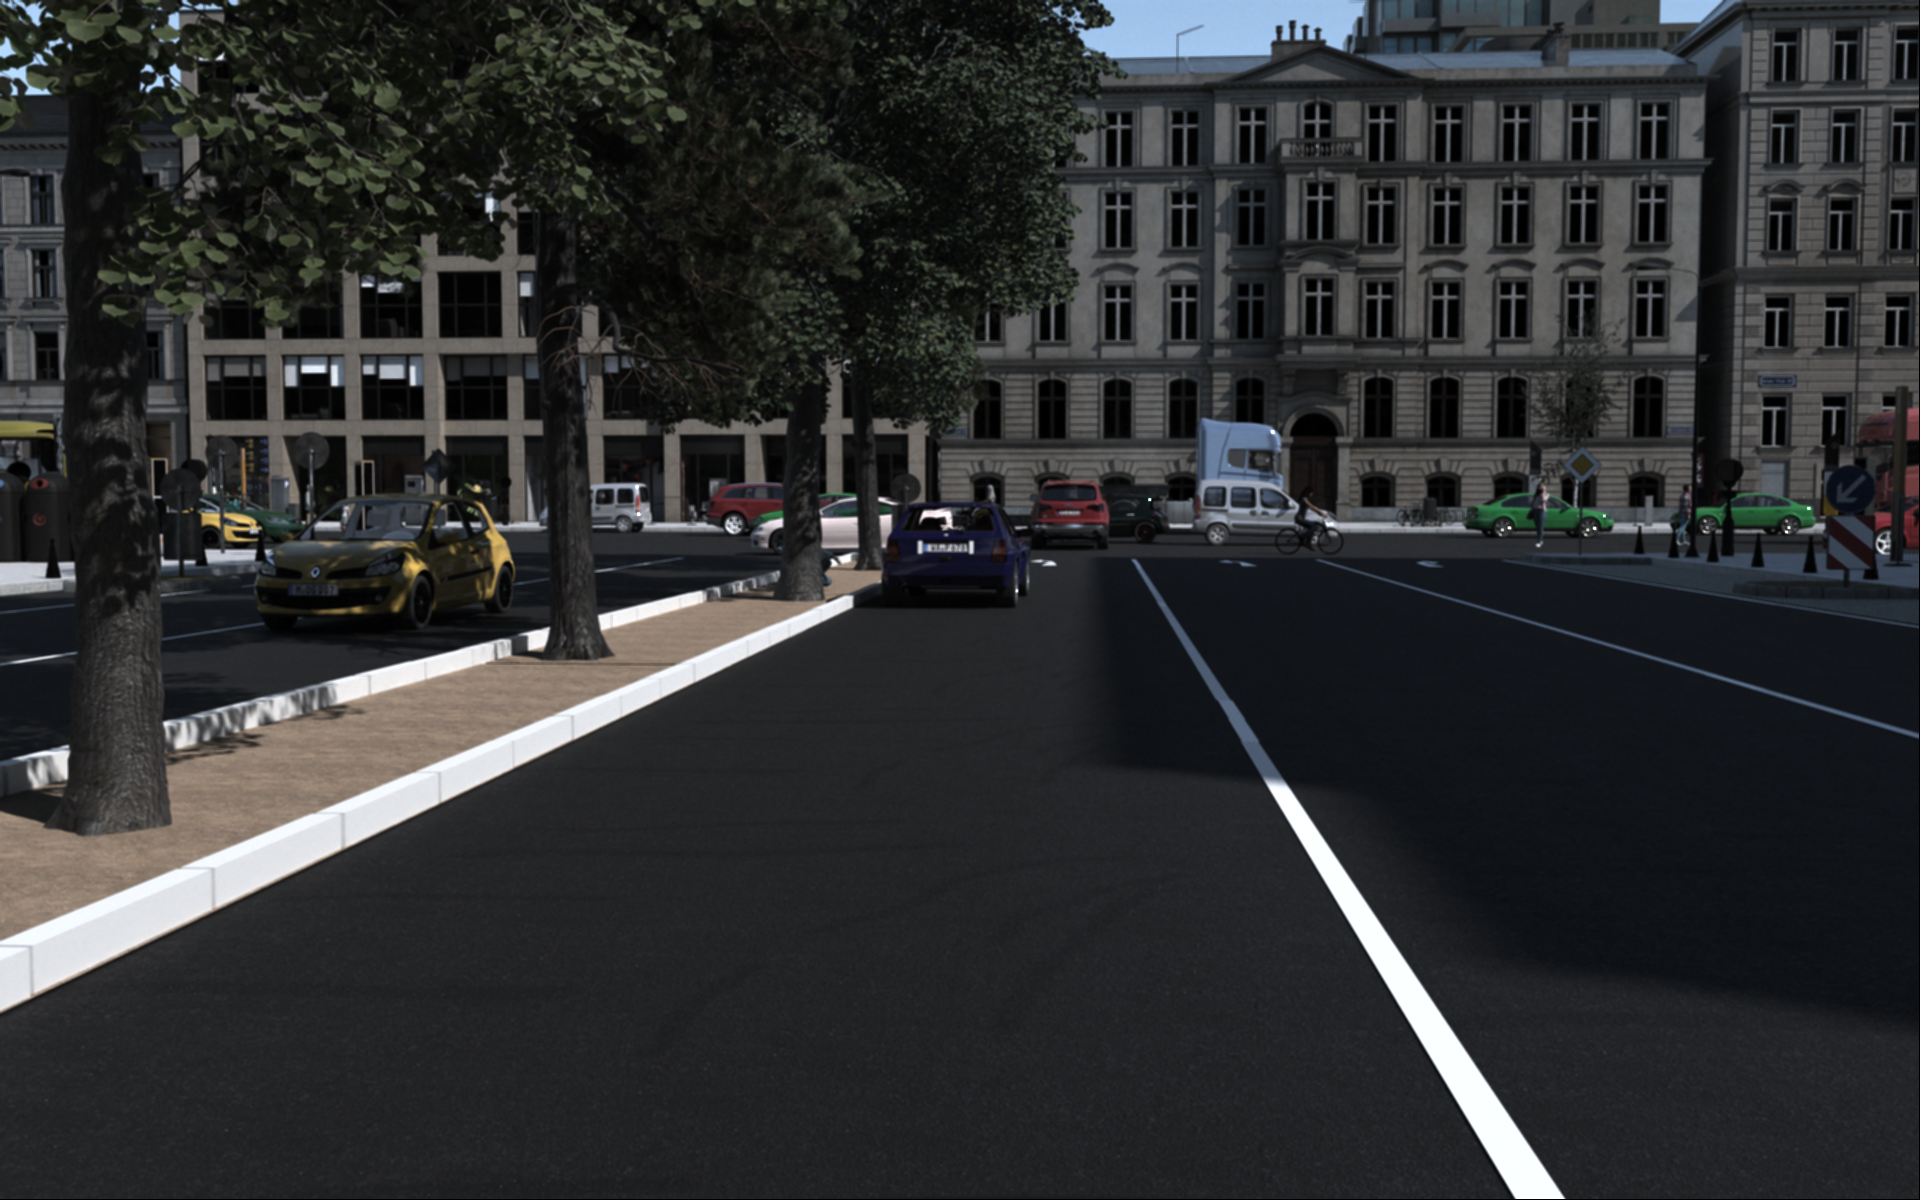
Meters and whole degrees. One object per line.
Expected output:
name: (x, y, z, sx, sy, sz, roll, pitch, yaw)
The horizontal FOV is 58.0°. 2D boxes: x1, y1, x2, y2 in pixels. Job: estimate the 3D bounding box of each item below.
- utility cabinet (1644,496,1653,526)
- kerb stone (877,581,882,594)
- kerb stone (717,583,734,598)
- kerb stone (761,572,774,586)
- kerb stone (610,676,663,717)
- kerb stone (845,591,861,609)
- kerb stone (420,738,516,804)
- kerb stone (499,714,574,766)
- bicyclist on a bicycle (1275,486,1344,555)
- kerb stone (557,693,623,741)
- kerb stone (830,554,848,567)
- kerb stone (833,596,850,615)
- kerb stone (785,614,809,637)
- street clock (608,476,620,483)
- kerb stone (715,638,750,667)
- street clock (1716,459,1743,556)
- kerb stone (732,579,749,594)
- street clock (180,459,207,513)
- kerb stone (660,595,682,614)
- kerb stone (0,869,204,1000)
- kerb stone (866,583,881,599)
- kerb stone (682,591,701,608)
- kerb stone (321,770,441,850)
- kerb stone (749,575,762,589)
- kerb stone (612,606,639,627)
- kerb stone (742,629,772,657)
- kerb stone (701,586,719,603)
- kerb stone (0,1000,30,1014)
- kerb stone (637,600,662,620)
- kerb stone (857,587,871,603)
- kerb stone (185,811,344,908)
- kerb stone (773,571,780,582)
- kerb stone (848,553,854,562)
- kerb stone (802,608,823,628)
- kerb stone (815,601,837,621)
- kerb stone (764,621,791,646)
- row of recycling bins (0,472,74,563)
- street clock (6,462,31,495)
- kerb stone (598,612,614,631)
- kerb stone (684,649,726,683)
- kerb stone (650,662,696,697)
utility cabinet: (27.459, -3.542, 69.070, 0.306, 1.237, 1.020, 1, 4, 20)
kerb stone: (-1.170, -0.163, 24.894, 0.120, 0.150, 1.000, 0, 4, 4)
kerb stone: (-3.342, -0.115, 24.072, 0.120, 0.150, 1.000, 0, 4, 4)
kerb stone: (-3.103, -0.301, 27.140, 0.120, 0.150, 1.000, 0, 4, 4)
kerb stone: (-2.185, 0.654, 11.575, 0.120, 0.150, 1.000, 0, 4, 4)
kerb stone: (-1.407, 0.024, 21.820, 0.120, 0.150, 1.000, 0, 4, 4)
kerb stone: (-2.420, 0.838, 8.503, 0.120, 0.150, 1.000, 0, 4, 4)
kerb stone: (-2.346, 0.778, 9.529, 0.120, 0.150, 1.000, 0, 4, 4)
bicyclist on a bicycle: (8.285, -1.896, 41.027, 1.625, 1.676, 1.499, 0, 4, 2)
kerb stone: (-2.261, 0.712, 10.552, 0.120, 0.150, 1.000, 0, 4, 4)
kerb stone: (-2.474, -0.804, 35.338, 0.120, 0.150, 1.000, 0, 4, 4)
kerb stone: (-1.486, 0.091, 20.789, 0.120, 0.150, 1.000, 0, 4, 4)
kerb stone: (-1.715, 0.278, 17.712, 0.120, 0.150, 1.000, 0, 4, 4)
street clock: (-14.219, -4.073, 71.163, 0.358, 2.002, 0.471, 3, 4, 38)
kerb stone: (-1.956, 0.462, 14.644, 0.120, 0.150, 1.000, 0, 4, 4)
street clock: (15.918, -1.914, 35.860, 0.358, 2.002, 0.471, -3, 5, -43)
kerb stone: (-3.256, -0.176, 25.094, 0.120, 0.150, 1.000, 0, 4, 4)
street clock: (-15.945, -1.928, 36.093, 0.471, 2.002, 0.358, 0, 4, 6)
kerb stone: (-3.575, 0.073, 21.003, 0.120, 0.150, 1.000, 0, 4, 4)
kerb stone: (-2.658, 1.025, 5.430, 0.120, 0.150, 1.000, 0, 4, 4)
kerb stone: (-1.251, -0.102, 23.871, 0.120, 0.150, 1.000, 0, 4, 4)
kerb stone: (-3.493, 0.010, 22.026, 0.120, 0.150, 1.000, 0, 4, 4)
kerb stone: (-2.497, 0.900, 7.475, 0.120, 0.150, 1.000, 0, 4, 4)
kerb stone: (-3.175, -0.233, 26.117, 0.120, 0.150, 1.000, 0, 4, 4)
kerb stone: (-3.726, 0.199, 18.947, 0.120, 0.150, 1.000, 0, 4, 4)
kerb stone: (-1.876, 0.399, 15.667, 0.120, 0.150, 1.000, 0, 4, 4)
kerb stone: (-3.415, -0.046, 23.049, 0.120, 0.150, 1.000, 0, 4, 4)
kerb stone: (-2.730, 1.088, 4.407, 0.120, 0.150, 1.000, 0, 4, 4)
kerb stone: (-3.649, 0.136, 19.977, 0.120, 0.150, 1.000, 0, 4, 4)
kerb stone: (-1.329, -0.036, 22.848, 0.120, 0.150, 1.000, 0, 4, 4)
kerb stone: (-2.581, 0.963, 6.453, 0.120, 0.150, 1.000, 0, 4, 4)
kerb stone: (-3.028, -0.365, 28.167, 0.120, 0.150, 1.000, 0, 4, 4)
kerb stone: (-2.399, -0.865, 36.361, 0.120, 0.150, 1.000, 0, 4, 4)
kerb stone: (-1.643, 0.221, 18.736, 0.120, 0.150, 1.000, 0, 4, 4)
kerb stone: (-1.563, 0.149, 19.764, 0.120, 0.150, 1.000, 0, 4, 4)
kerb stone: (-1.797, 0.337, 16.689, 0.120, 0.150, 1.000, 0, 4, 4)
row of recycling bins: (-17.659, -1.565, 32.698, 3.534, 1.692, 1.069, 0, 4, -7)
street clock: (-21.013, -2.088, 38.711, 0.471, 2.002, 0.358, -2, 4, -34)
kerb stone: (-3.809, 0.262, 17.919, 0.120, 0.150, 1.000, 0, 4, 4)
kerb stone: (-2.028, 0.524, 13.620, 0.120, 0.150, 1.000, 0, 4, 4)
kerb stone: (-2.110, 0.590, 12.598, 0.120, 0.150, 1.000, 0, 4, 4)
